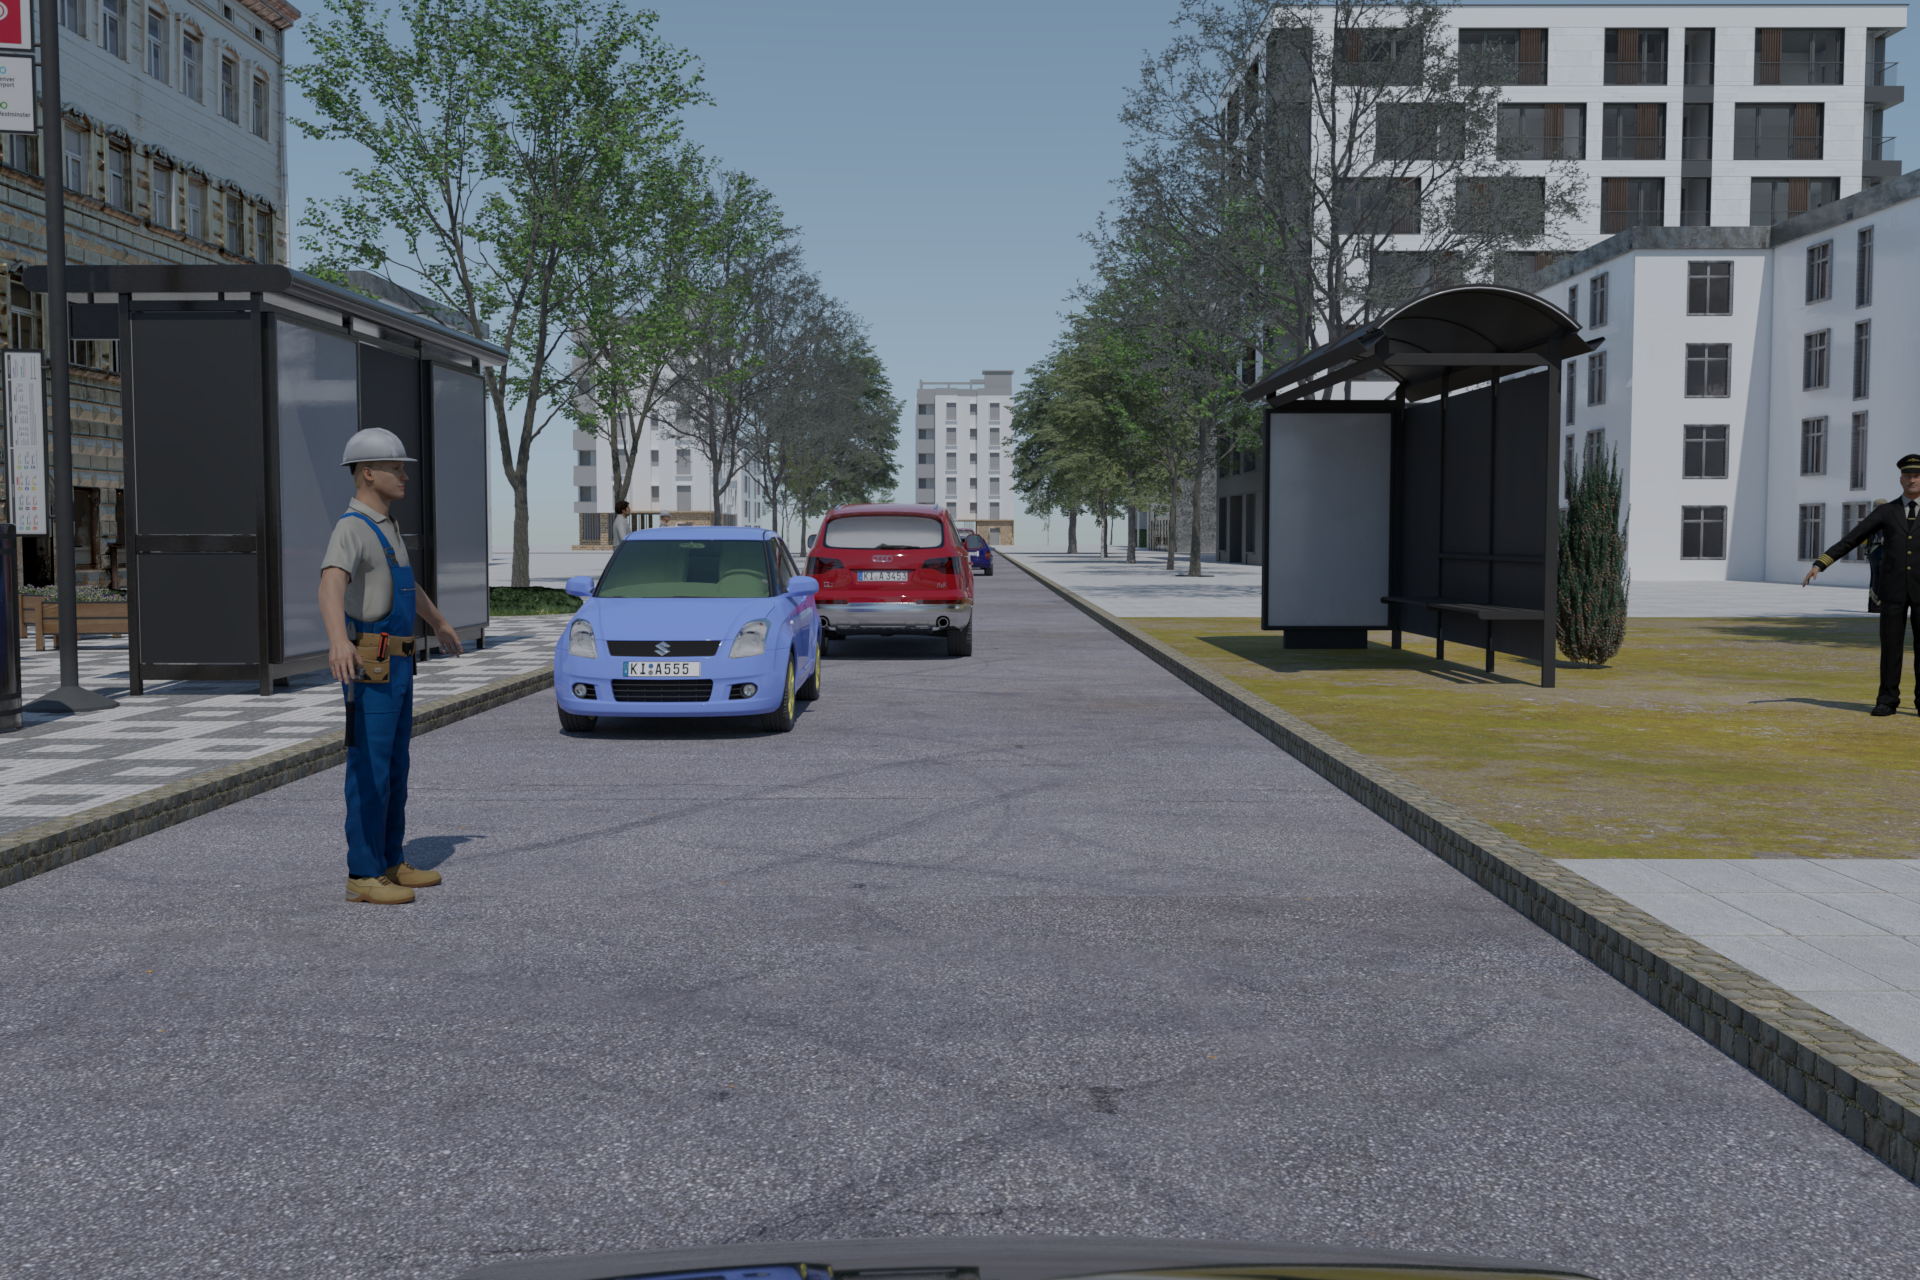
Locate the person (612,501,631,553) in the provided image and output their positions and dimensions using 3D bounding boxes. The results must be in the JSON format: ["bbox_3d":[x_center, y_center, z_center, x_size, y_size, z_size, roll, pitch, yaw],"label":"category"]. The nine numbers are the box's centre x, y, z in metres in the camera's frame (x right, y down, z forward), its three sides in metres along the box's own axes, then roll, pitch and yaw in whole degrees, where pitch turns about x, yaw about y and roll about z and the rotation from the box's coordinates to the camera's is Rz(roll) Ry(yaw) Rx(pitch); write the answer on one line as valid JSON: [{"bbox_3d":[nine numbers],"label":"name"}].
[{"bbox_3d":[-5.296,-1.296,27.378,0.705,1.806,1.347,-1,4,-17],"label":"person"}]

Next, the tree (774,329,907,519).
[{"bbox_3d":[-7.859,-12.411,109.578,9.857,13.997,8.962,0,3,0],"label":"tree"}]

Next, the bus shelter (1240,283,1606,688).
[{"bbox_3d":[4.179,-1.399,16.793,2.014,3.302,5.546,0,4,0],"label":"bus shelter"}]

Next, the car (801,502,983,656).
[{"bbox_3d":[-0.847,-0.806,21.844,2.281,1.827,5.304,0,4,0],"label":"car"}]

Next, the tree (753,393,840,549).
[{"bbox_3d":[-8.824,-8.328,86.521,4.360,8.622,3.978,0,3,0],"label":"tree"}]

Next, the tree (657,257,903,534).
[{"bbox_3d":[-8.127,-10.081,75.195,12.009,13.543,11.850,0,3,0],"label":"tree"}]

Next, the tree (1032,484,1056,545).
[{"bbox_3d":[10.299,-15.110,197.406,4.360,8.622,3.978,0,3,0],"label":"tree"}]

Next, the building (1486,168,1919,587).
[{"bbox_3d":[22.866,-6.443,47.496,9.099,9.664,28.070,0,4,1],"label":"building"}]

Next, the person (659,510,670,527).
[{"bbox_3d":[-6.896,-2.128,40.651,0.705,1.847,1.347,-1,4,-10],"label":"person"}]

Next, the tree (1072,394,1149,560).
[{"bbox_3d":[7.211,-8.228,84.895,4.737,8.622,4.395,0,3,0],"label":"tree"}]

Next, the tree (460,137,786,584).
[{"bbox_3d":[-8.551,-7.234,44.034,9.928,11.665,9.643,0,3,0],"label":"tree"}]

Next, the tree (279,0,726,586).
[{"bbox_3d":[-8.146,-6.467,31.496,9.928,11.665,9.643,0,3,0],"label":"tree"}]

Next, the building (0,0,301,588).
[{"bbox_3d":[-28.831,-12.876,41.448,19.493,23.208,18.063,0,3,0],"label":"building"}]

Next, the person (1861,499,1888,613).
[{"bbox_3d":[14.930,-1.364,28.083,0.705,1.856,1.354,1,4,13],"label":"person"}]

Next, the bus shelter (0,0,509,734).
[{"bbox_3d":[-6.220,-2.286,15.010,2.179,5.291,8.768,0,4,1],"label":"bus shelter"}]

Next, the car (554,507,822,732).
[{"bbox_3d":[-2.049,-0.250,13.675,1.945,1.707,3.694,0,4,0],"label":"car"}]

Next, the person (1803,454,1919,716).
[{"bbox_3d":[6.665,-0.380,12.151,1.347,1.837,0.705,2,4,33],"label":"person"}]

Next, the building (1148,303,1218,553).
[{"bbox_3d":[24.285,-18.214,128.723,19.493,23.208,18.063,0,4,0],"label":"building"}]

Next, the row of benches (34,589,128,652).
[{"bbox_3d":[-11.103,-0.216,18.987,4.104,0.672,1.422,-1,4,-10],"label":"row of benches"}]

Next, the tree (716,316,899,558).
[{"bbox_3d":[-8.440,-11.258,94.442,12.009,13.543,11.850,0,3,0],"label":"tree"}]

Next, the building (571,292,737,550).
[{"bbox_3d":[-24.400,-17.136,136.589,16.016,20.090,11.380,0,4,1],"label":"building"}]

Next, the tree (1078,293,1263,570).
[{"bbox_3d":[7.831,-7.772,61.477,7.601,10.594,8.767,-1,4,-13],"label":"tree"}]

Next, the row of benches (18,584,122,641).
[{"bbox_3d":[-12.125,-0.389,21.828,4.104,0.672,1.422,2,4,27],"label":"row of benches"}]

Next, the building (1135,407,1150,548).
[{"bbox_3d":[25.494,-17.820,157.814,16.747,18.905,31.486,0,3,0],"label":"building"}]

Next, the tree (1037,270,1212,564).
[{"bbox_3d":[7.207,-9.588,74.889,7.486,12.596,7.792,0,3,0],"label":"tree"}]

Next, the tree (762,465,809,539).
[{"bbox_3d":[-20.496,-16.381,202.240,7.601,10.594,8.767,0,4,-6],"label":"tree"}]

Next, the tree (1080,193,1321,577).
[{"bbox_3d":[7.176,-7.693,51.528,9.928,11.665,9.643,0,3,0],"label":"tree"}]

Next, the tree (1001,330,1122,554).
[{"bbox_3d":[7.238,-12.440,110.045,9.857,13.997,8.962,0,3,0],"label":"tree"}]

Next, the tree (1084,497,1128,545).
[{"bbox_3d":[18.057,-16.418,202.839,7.601,10.594,8.767,0,4,0],"label":"tree"}]

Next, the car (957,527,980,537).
[{"bbox_3d":[0.042,-5.630,100.718,2.281,1.827,5.304,0,4,-1],"label":"car"}]

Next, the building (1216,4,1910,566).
[{"bbox_3d":[26.027,-14.650,83.502,27.936,21.610,32.646,0,4,0],"label":"building"}]

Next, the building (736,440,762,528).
[{"bbox_3d":[-23.537,-13.784,167.511,9.099,9.664,28.070,0,4,1],"label":"building"}]

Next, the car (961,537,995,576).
[{"bbox_3d":[0.267,-2.929,60.473,1.945,1.354,3.894,0,4,-1],"label":"car"}]

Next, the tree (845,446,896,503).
[{"bbox_3d":[-11.126,-16.958,203.014,9.928,11.665,9.643,0,3,0],"label":"tree"}]

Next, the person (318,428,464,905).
[{"bbox_3d":[-2.272,0.090,6.848,0.705,1.847,1.347,0,4,0],"label":"person"}]

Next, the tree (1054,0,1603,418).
[{"bbox_3d":[7.023,-7.512,33.195,12.009,13.543,11.850,0,3,0],"label":"tree"}]

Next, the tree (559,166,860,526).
[{"bbox_3d":[-7.988,-8.993,57.404,12.009,13.543,11.850,0,3,0],"label":"tree"}]

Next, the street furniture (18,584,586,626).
[{"bbox_3d":[-11.017,-0.653,26.304,10.072,0.657,5.734,0,4,0],"label":"street furniture"}]

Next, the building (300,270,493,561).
[{"bbox_3d":[-23.332,-7.781,69.371,9.099,9.664,28.070,0,4,1],"label":"building"}]

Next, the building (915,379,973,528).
[{"bbox_3d":[-4.929,-21.131,204.371,11.380,20.090,16.016,0,4,4],"label":"building"}]

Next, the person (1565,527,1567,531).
[{"bbox_3d":[12.995,-1.864,36.602,1.348,1.813,0.705,-1,4,-9],"label":"person"}]

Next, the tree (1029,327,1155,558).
[{"bbox_3d":[7.380,-10.677,92.696,7.486,12.596,7.792,0,3,0],"label":"tree"}]
